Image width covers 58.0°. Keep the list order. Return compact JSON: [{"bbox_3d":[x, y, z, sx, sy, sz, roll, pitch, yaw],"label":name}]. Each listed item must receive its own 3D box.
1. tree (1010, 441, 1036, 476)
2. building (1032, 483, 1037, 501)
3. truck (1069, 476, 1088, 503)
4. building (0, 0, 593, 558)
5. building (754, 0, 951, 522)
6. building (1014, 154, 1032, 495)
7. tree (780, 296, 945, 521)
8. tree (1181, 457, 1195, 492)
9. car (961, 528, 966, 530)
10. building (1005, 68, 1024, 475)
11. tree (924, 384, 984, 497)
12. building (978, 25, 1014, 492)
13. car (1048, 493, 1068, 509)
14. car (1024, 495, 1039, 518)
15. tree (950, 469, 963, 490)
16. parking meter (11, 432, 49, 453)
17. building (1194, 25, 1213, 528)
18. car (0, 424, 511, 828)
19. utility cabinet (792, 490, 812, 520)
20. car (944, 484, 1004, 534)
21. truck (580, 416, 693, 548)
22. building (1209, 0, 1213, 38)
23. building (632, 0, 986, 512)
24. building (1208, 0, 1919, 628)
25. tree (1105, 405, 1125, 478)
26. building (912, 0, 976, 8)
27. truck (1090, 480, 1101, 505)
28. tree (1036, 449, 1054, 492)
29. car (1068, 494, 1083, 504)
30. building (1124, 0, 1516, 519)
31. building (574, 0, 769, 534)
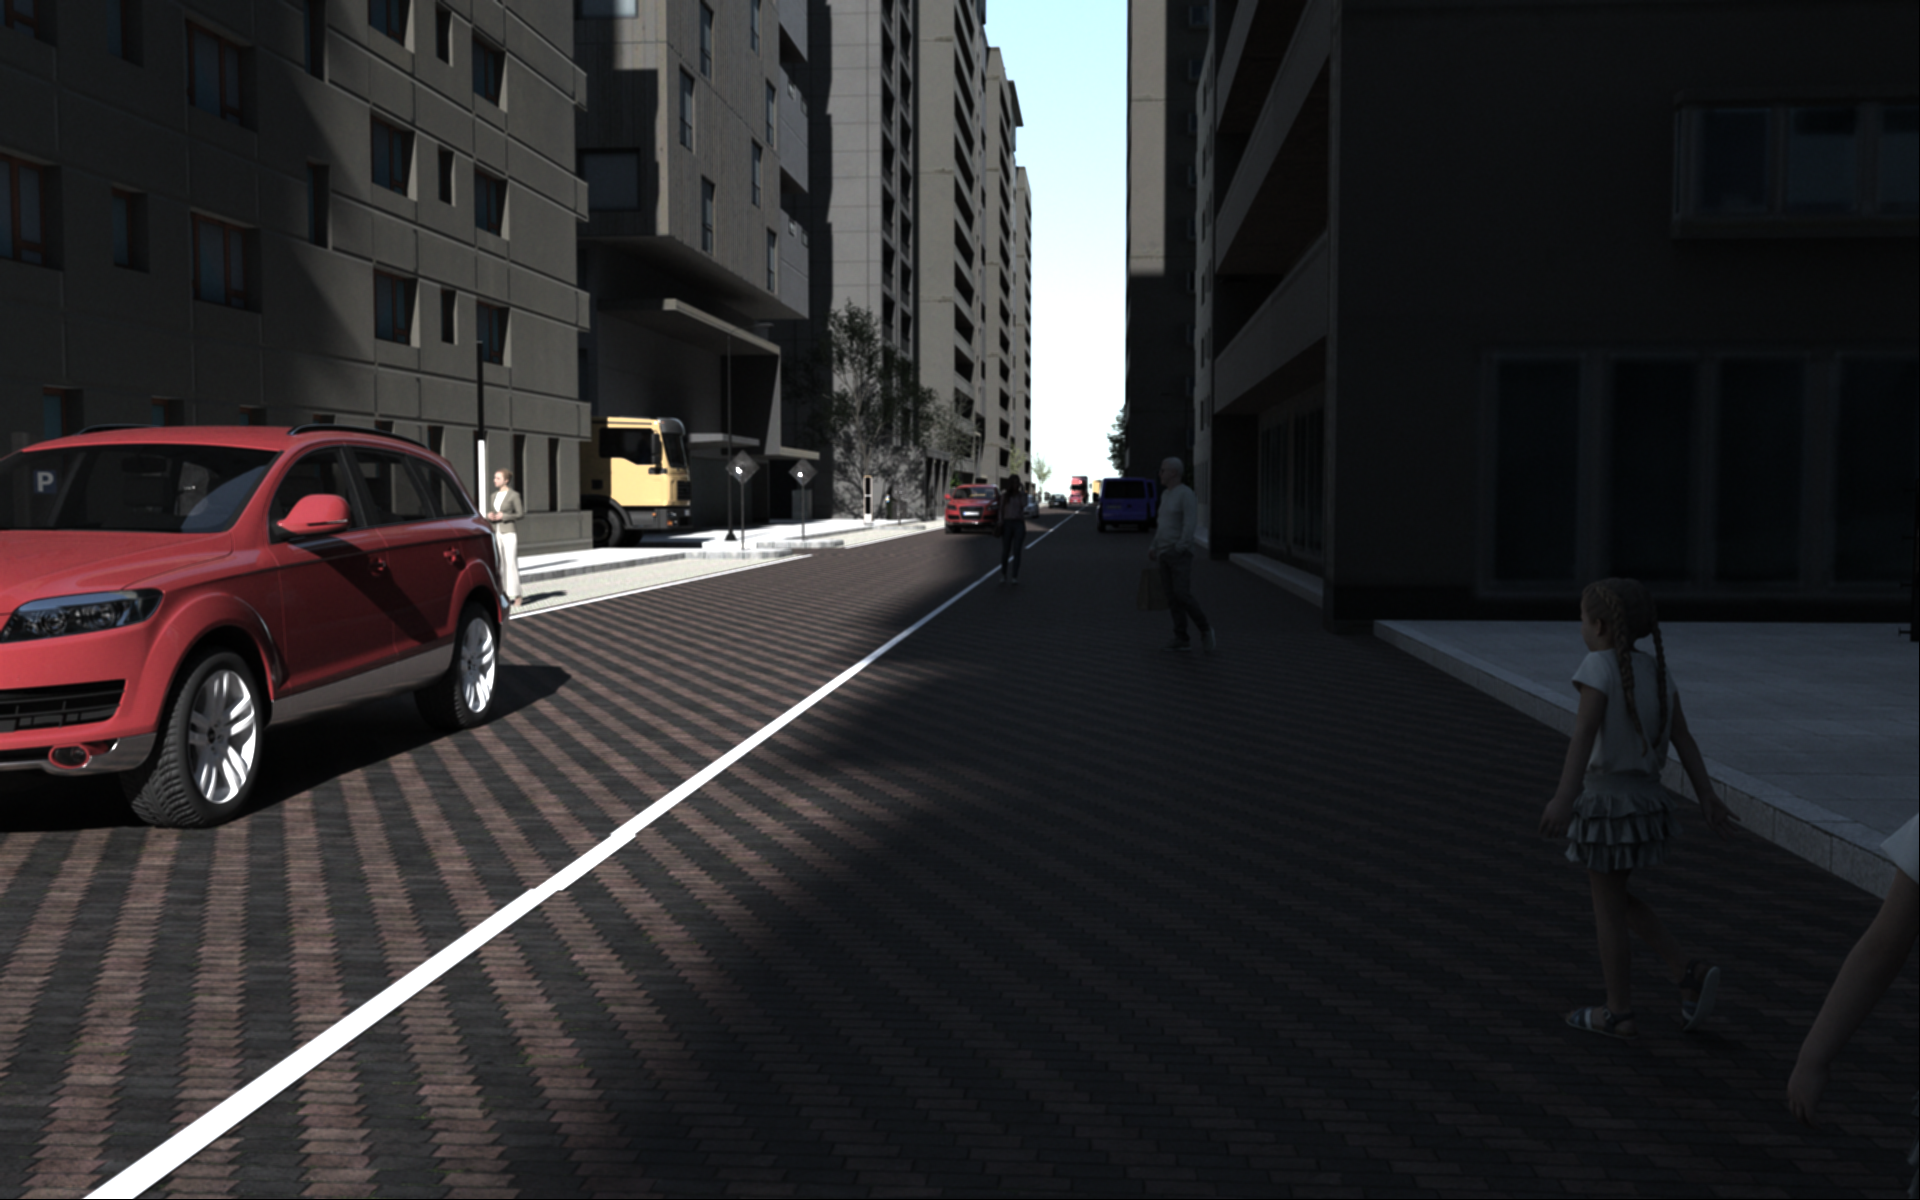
[{"bbox_3d":[5.285,-15.224,199.272,4.737,8.622,4.395,0,3,0],"label":"tree"},{"bbox_3d":[-4.473,-35.197,267.349,32.217,40.220,23.993,0,4,5],"label":"building"},{"bbox_3d":[18.658,-17.238,270.759,2.839,4.237,11.283,0,4,5],"label":"truck"},{"bbox_3d":[-24.048,-11.126,26.958,28.899,21.520,27.650,0,4,5],"label":"building"},{"bbox_3d":[-11.120,-40.292,97.026,20.563,71.187,20.611,0,4,5],"label":"building"},{"bbox_3d":[-1.022,-37.932,243.897,21.300,48.544,21.600,0,4,5],"label":"building"},{"bbox_3d":[-4.399,-9.009,81.717,8.767,10.594,7.601,-3,5,-39],"label":"tree"},{"bbox_3d":[13.029,-6.388,99.044,1.663,3.219,1.824,0,3,0],"label":"tree"},{"bbox_3d":[0.958,-3.725,71.131,2.015,1.641,3.980,0,4,3],"label":"car"},{"bbox_3d":[-6.829,-38.558,219.660,28.713,52.752,27.495,0,4,5],"label":"building"},{"bbox_3d":[-0.601,-10.152,116.355,4.360,8.622,3.978,0,3,0],"label":"tree"},{"bbox_3d":[-5.867,-34.153,182.108,21.300,48.544,21.600,0,4,5],"label":"building"},{"bbox_3d":[9.742,-9.932,172.182,2.009,1.686,4.222,0,4,5],"label":"car"},{"bbox_3d":[3.757,-5.606,104.015,2.083,1.381,4.827,0,4,5],"label":"car"},{"bbox_3d":[-0.457,-7.777,121.757,1.663,3.219,1.824,0,3,0],"label":"tree"},{"bbox_3d":[-8.820,-0.667,16.615,0.255,1.863,0.399,2,4,32],"label":"parking meter"},{"bbox_3d":[23.453,-13.154,60.107,28.899,21.520,27.650,0,4,5],"label":"building"},{"bbox_3d":[-4.055,-0.031,9.176,2.281,1.827,5.304,0,4,4],"label":"car"},{"bbox_3d":[-7.876,-4.745,86.266,1.173,1.500,0.318,3,5,43],"label":"utility cabinet"},{"bbox_3d":[0.619,-3.380,63.939,2.281,1.827,5.304,0,4,5],"label":"car"},{"bbox_3d":[-10.914,-2.923,43.721,9.791,3.379,3.469,0,4,3],"label":"truck"},{"bbox_3d":[19.338,-26.501,83.399,14.600,45.320,14.200,0,4,5],"label":"building"},{"bbox_3d":[-11.720,-34.779,157.868,28.713,52.752,27.495,0,4,5],"label":"building"},{"bbox_3d":[15.278,-24.590,25.747,21.300,48.544,21.600,0,4,5],"label":"building"},{"bbox_3d":[20.586,-17.516,204.506,7.486,12.596,7.792,0,3,0],"label":"tree"},{"bbox_3d":[-10.195,-31.167,133.288,21.300,48.544,21.600,0,4,5],"label":"building"},{"bbox_3d":[19.199,-14.548,233.782,3.469,3.379,9.791,0,4,5],"label":"truck"},{"bbox_3d":[13.188,-20.252,281.476,4.737,8.622,4.395,0,3,0],"label":"tree"},{"bbox_3d":[15.982,-14.098,239.536,2.155,1.783,4.494,0,4,5],"label":"car"},{"bbox_3d":[21.317,-29.687,109.077,21.300,48.544,21.600,0,4,5],"label":"building"},{"bbox_3d":[-20.599,-28.932,62.272,28.713,52.752,27.495,0,4,5],"label":"building"}]
